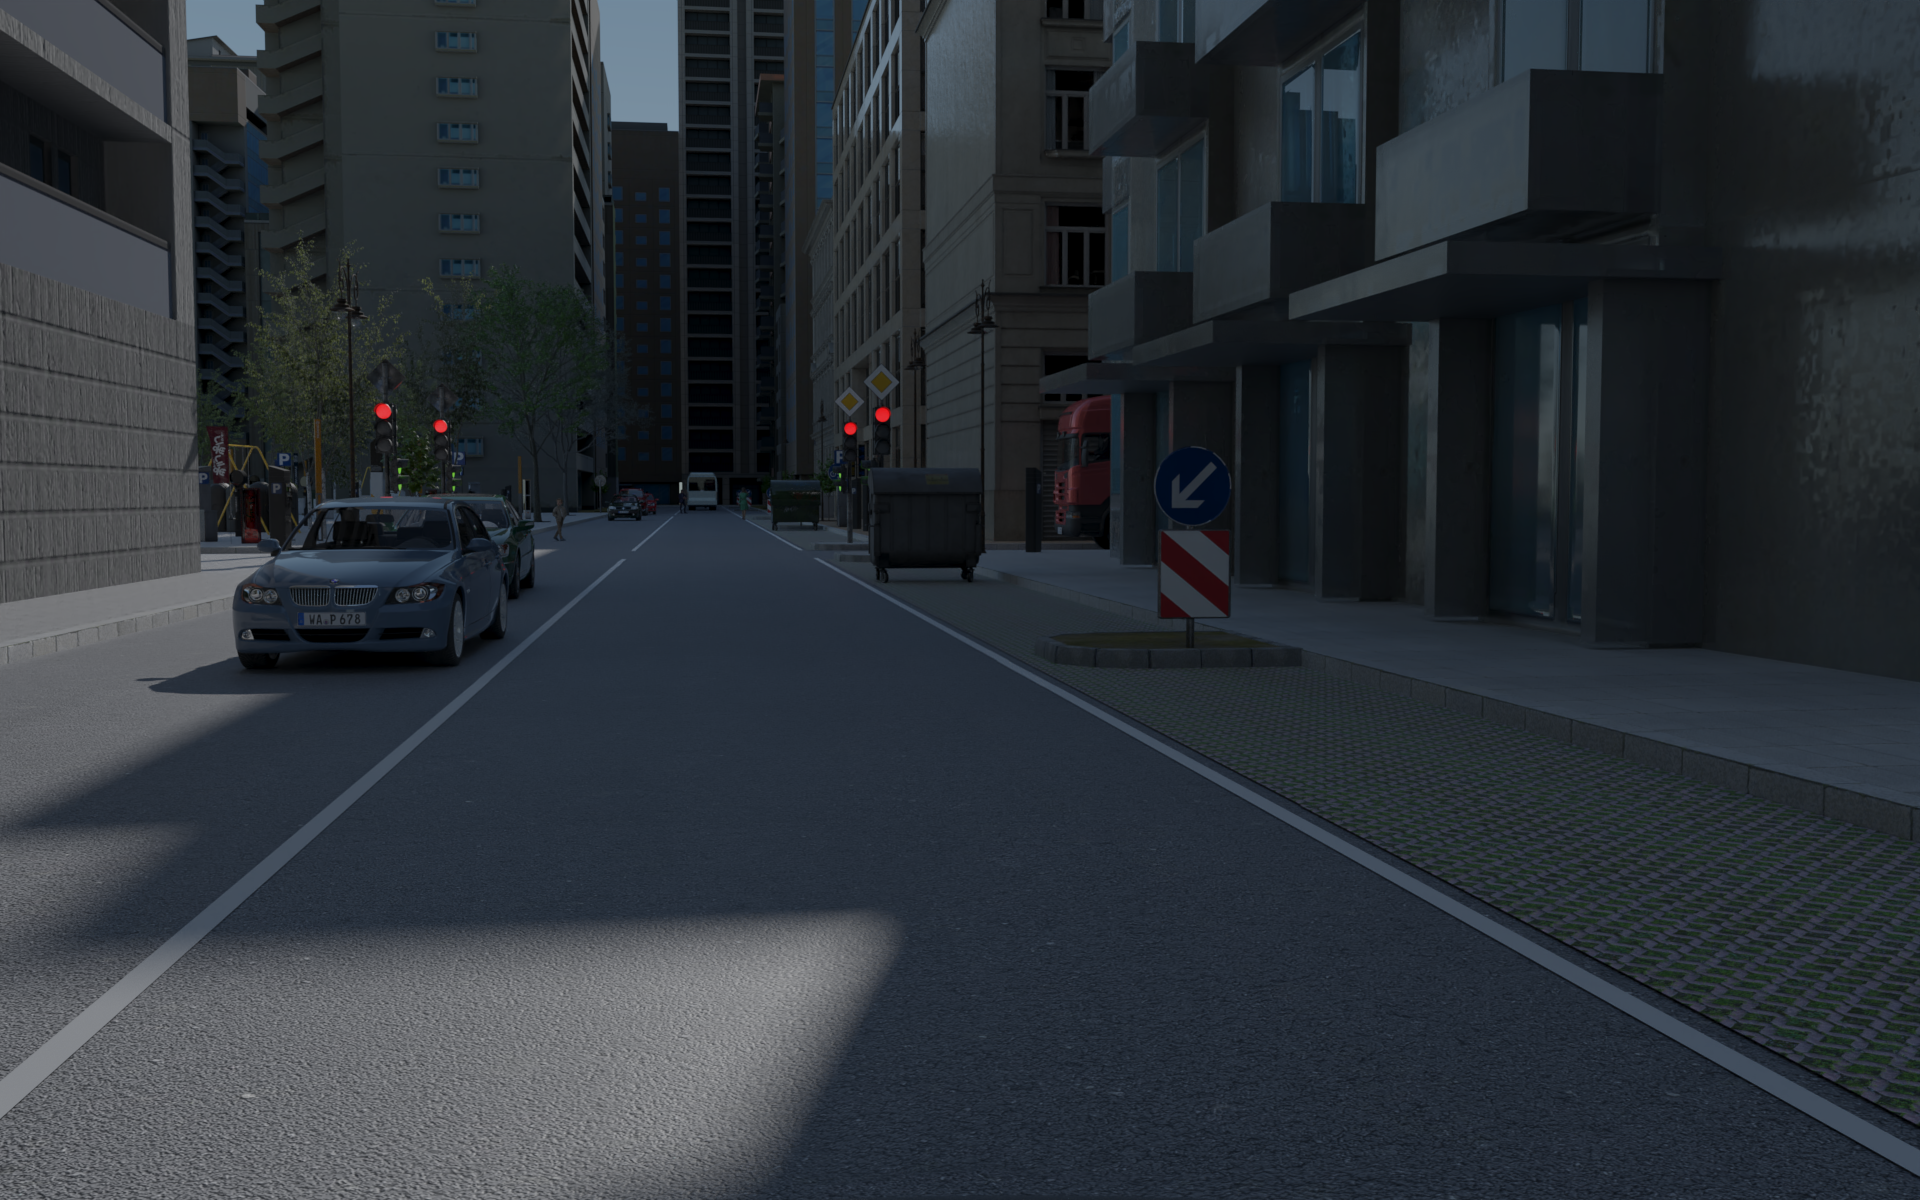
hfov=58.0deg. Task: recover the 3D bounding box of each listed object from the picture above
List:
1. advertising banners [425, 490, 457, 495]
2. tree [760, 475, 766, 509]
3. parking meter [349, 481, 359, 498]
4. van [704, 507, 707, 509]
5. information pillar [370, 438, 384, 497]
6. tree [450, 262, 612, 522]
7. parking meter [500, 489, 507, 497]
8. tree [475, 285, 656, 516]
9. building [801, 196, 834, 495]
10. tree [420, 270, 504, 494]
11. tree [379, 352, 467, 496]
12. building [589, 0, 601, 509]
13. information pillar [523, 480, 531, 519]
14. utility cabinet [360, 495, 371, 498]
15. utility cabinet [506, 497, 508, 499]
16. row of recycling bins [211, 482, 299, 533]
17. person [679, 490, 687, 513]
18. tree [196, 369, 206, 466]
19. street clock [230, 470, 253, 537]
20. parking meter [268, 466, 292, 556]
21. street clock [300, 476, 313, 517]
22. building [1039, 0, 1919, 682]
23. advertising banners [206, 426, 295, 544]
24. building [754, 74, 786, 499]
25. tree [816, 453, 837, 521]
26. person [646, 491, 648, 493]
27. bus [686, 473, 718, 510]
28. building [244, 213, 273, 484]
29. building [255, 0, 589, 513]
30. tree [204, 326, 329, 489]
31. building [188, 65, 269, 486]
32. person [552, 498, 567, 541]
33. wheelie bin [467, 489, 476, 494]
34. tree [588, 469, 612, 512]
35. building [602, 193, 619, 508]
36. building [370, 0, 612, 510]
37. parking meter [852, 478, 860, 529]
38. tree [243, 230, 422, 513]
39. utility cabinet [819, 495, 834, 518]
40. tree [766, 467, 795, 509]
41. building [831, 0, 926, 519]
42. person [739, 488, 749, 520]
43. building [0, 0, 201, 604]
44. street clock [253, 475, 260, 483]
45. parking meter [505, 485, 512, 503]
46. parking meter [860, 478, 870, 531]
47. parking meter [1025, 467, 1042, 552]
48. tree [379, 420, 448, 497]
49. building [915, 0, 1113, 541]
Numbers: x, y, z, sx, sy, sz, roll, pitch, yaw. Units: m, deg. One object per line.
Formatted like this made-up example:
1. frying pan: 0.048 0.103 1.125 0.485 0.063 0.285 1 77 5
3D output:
1. advertising banners: -18.708 -3.983 61.306 2.074 3.025 0.090 1 4 19
2. tree: -16.597 -9.503 149.972 1.663 3.219 1.824 0 3 0
3. parking meter: -28.070 -4.560 80.270 0.399 1.863 0.255 -2 4 -31
4. van: -26.124 -10.152 172.999 2.013 2.044 4.112 -1 4 -8
5. information pillar: -22.219 -4.568 66.042 0.504 3.616 0.183 1 4 9
6. tree: -19.441 -9.355 78.711 9.928 11.665 9.643 0 3 0
7. parking meter: -23.820 -5.016 90.428 0.372 1.533 0.369 0 3 0
8. tree: -23.571 -11.769 102.800 12.009 13.543 11.850 0 3 0
9. building: -3.696 -16.790 110.675 11.583 22.565 21.152 -1 4 -9
10. tree: -16.883 -6.526 57.066 4.360 8.622 3.978 0 3 0
11. tree: -27.988 -8.525 89.751 4.737 8.622 4.395 0 3 0
12. building: -37.272 -30.254 144.768 14.600 45.320 14.200 -1 4 -9
13. information pillar: -22.119 -5.136 88.462 0.304 2.012 0.304 -2 4 -33
14. utility cabinet: -26.220 -4.043 77.266 1.020 1.237 0.306 1 4 9
15. utility cabinet: -14.883 -2.723 55.686 0.306 1.237 1.020 1 4 12
16. row of recycling bins: -23.821 -3.131 58.302 3.534 1.692 1.069 1 4 19
17. person: -20.383 -7.264 127.712 0.568 1.767 0.683 3 4 38
18. tree: -43.189 -9.092 99.013 4.737 8.622 4.395 0 3 0
19. street clock: -21.717 -2.911 52.168 0.471 2.002 0.358 1 4 9
20. parking meter: -14.034 -1.839 35.780 0.399 1.863 0.255 0 4 6
21. street clock: -26.183 -3.966 69.422 0.471 2.002 0.358 1 4 22
22. building: 14.364 -24.635 22.392 23.786 49.044 30.456 -1 4 -9
23. advertising banners: -18.332 -2.973 44.793 2.074 3.025 0.090 -2 4 -27
24. building: -10.123 -32.202 181.119 22.147 44.769 28.867 -1 4 -9
25. tree: -6.084 -5.313 81.463 1.663 3.219 1.824 0 3 0
26. person: -31.621 -10.177 175.583 0.721 1.739 1.217 1 4 11
27. bus: -23.168 -9.839 155.721 2.948 3.499 13.247 -1 4 -8
28. building: -65.268 -24.997 180.407 14.107 30.474 14.160 -1 4 -9
29. building: -38.391 -30.737 126.248 21.300 48.544 21.600 -1 4 -9
30. tree: -30.171 -7.737 76.856 4.737 8.622 4.395 0 3 0
31. building: -79.444 -32.304 178.277 14.200 45.320 14.600 -1 4 -9
32. person: -12.203 -2.451 52.852 0.640 1.303 0.475 3 4 36
33. wheelie bin: -29.269 -5.848 103.524 0.693 1.594 0.980 -1 4 -19
34. tree: -25.645 -7.934 124.318 1.663 3.219 1.824 0 3 0
35. building: -39.054 -23.718 159.488 14.160 30.474 14.107 -1 4 -9
36. building: -47.143 -33.987 179.392 21.600 48.544 21.300 -1 4 -9
37. parking meter: -3.824 -3.526 63.354 0.399 1.863 0.255 2 4 33
38. tree: -17.967 -6.056 49.377 4.360 8.622 3.978 0 3 0
39. utility cabinet: -7.325 -5.047 93.687 1.020 1.237 0.306 -2 4 -31
40. tree: -12.289 -7.797 122.076 1.663 3.219 1.824 0 3 0
41. building: 4.760 -17.089 83.918 19.350 26.468 34.151 -1 4 -9
42. person: -12.059 -5.369 96.530 0.600 1.795 0.529 0 4 0
43. building: -25.639 -29.244 20.147 28.212 58.520 21.231 -1 4 -9
44. street clock: -27.006 -3.770 66.211 0.358 2.002 0.471 3 4 37
45. parking meter: -29.665 -6.605 113.704 0.399 1.863 0.255 0 4 2
46. parking meter: -3.133 -3.297 59.624 0.399 1.863 0.255 -3 5 -45
47. parking meter: 1.624 -1.988 38.213 0.255 1.863 0.399 2 4 25
48. tree: -14.246 -3.114 45.515 1.663 3.219 1.824 0 3 0
49. building: 13.917 -13.596 55.573 30.059 22.955 16.112 -1 4 -9
